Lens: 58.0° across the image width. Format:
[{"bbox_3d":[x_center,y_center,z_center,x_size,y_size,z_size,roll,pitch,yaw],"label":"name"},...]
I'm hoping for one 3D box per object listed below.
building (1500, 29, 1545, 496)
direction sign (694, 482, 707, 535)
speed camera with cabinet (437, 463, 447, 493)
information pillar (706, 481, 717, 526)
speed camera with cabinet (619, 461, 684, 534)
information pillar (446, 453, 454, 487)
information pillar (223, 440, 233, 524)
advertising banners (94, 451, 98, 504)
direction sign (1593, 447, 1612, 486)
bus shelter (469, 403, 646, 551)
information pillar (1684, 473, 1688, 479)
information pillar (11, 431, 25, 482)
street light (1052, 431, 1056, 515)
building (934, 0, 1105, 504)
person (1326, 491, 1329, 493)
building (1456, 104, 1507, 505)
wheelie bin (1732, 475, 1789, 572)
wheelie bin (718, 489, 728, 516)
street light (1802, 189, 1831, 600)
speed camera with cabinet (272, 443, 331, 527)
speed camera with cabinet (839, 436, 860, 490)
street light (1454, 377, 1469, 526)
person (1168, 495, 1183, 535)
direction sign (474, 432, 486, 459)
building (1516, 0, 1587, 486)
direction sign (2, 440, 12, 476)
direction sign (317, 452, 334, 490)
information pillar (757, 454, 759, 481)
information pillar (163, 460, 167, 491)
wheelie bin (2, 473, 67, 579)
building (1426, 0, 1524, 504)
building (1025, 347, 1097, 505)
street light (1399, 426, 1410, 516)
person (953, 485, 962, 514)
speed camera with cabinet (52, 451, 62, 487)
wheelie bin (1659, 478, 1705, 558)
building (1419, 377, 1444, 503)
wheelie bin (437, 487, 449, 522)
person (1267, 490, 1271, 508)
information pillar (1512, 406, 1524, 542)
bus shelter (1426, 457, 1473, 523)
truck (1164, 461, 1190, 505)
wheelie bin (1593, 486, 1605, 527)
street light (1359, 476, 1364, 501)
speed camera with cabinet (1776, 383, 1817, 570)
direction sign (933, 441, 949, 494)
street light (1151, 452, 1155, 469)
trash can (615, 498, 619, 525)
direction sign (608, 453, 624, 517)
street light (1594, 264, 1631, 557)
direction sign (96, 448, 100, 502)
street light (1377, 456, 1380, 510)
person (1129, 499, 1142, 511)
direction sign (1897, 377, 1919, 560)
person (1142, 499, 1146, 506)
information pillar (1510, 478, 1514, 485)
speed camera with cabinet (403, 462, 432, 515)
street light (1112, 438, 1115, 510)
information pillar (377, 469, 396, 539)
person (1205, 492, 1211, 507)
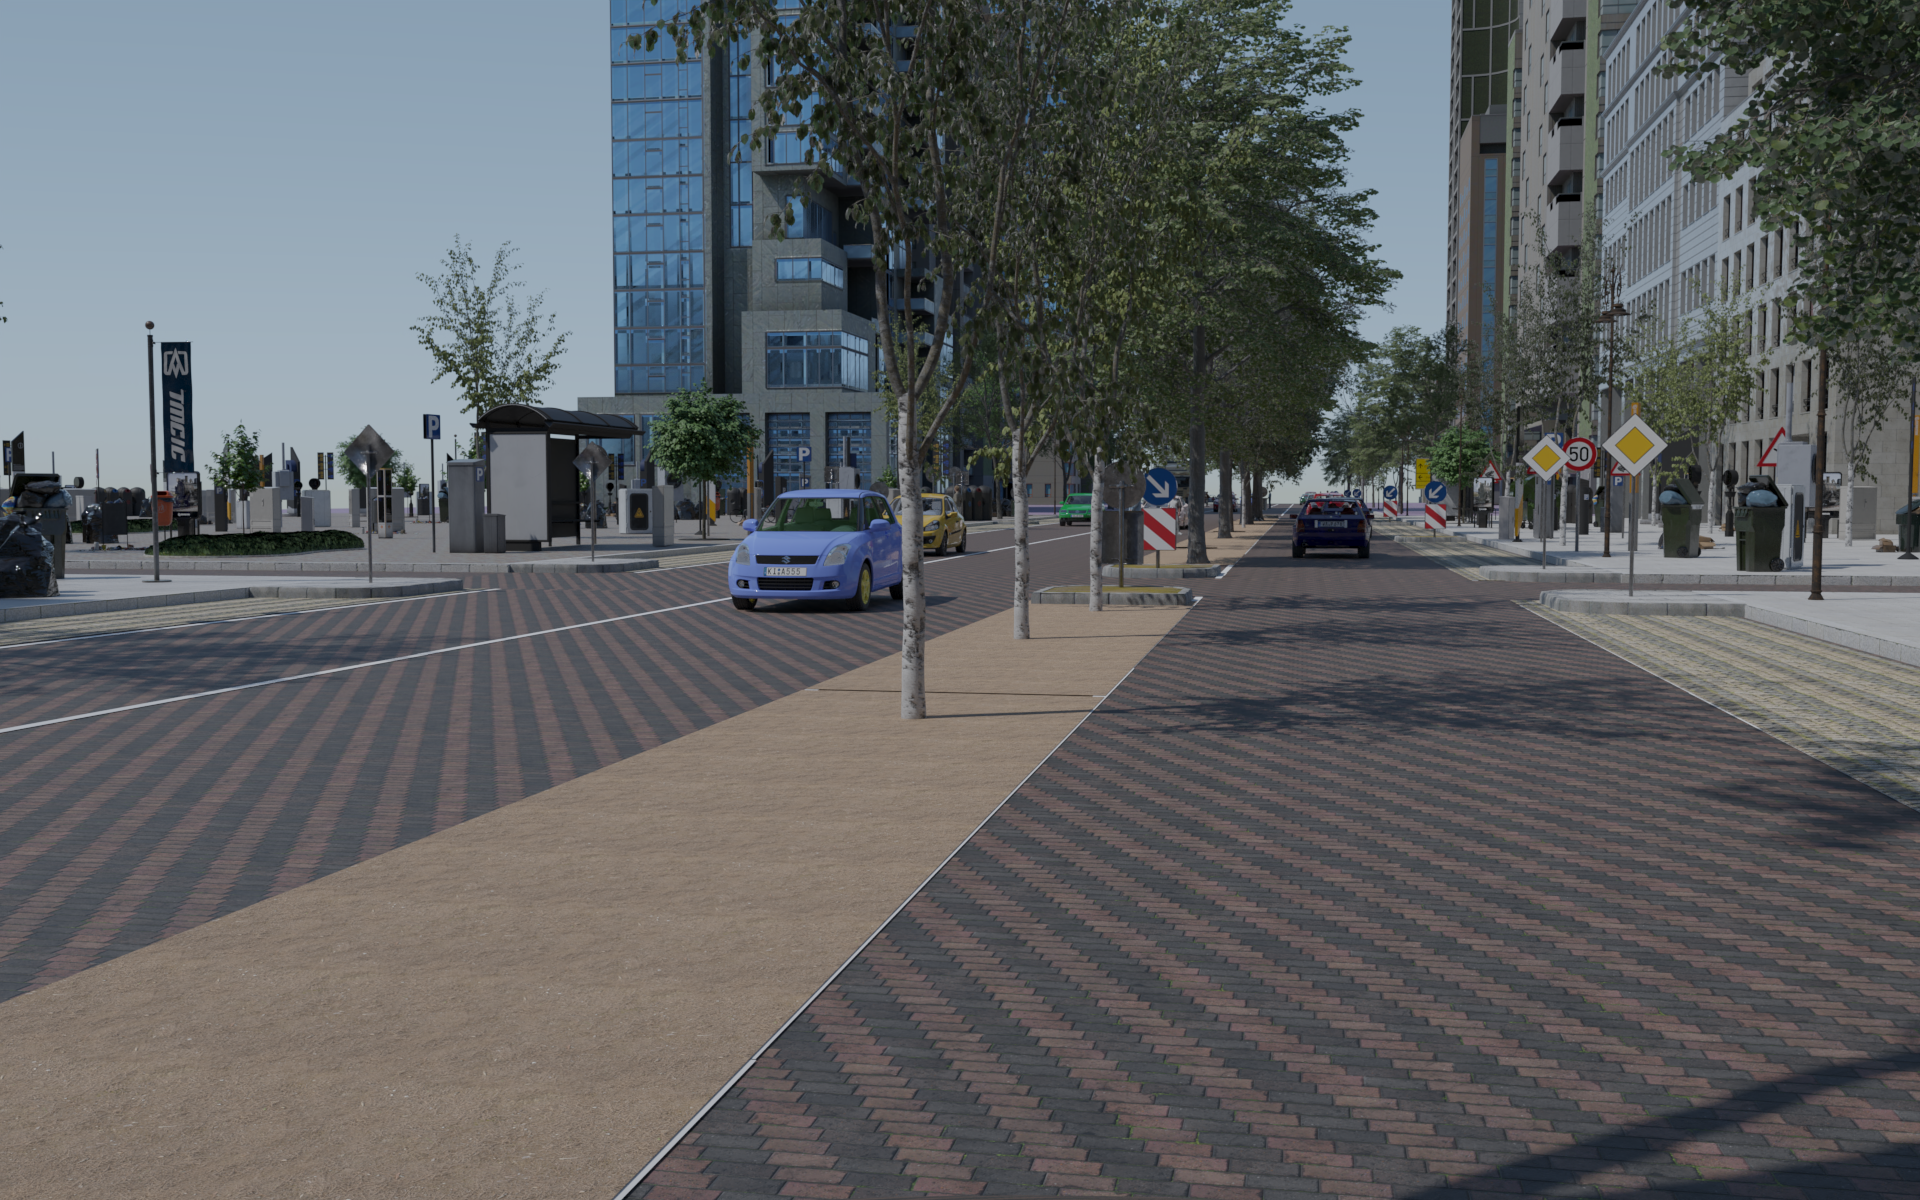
[{"bbox_3d":[55.823,-28.838,155.096,14.154,41.232,14.086,1,4,11],"label":"building"},{"bbox_3d":[-8.183,-3.822,54.494,0.379,3.537,0.876,-2,4,-29],"label":"direction sign"},{"bbox_3d":[-33.881,-7.162,111.438,2.038,3.252,0.660,-3,4,-36],"label":"speed camera with cabinet"},{"bbox_3d":[-10.077,-4.798,69.806,0.504,3.616,0.183,1,4,11],"label":"information pillar"},{"bbox_3d":[-9.956,-3.763,55.856,2.038,3.252,0.660,-2,4,-35],"label":"speed camera with cabinet"},{"bbox_3d":[-28.897,-6.540,98.278,0.183,3.616,0.504,3,5,39],"label":"information pillar"},{"bbox_3d":[-31.720,-5.114,74.975,0.504,3.616,0.183,3,5,43],"label":"information pillar"},{"bbox_3d":[-34.270,-4.435,68.698,0.090,3.025,2.074,-2,4,-29],"label":"advertising banners"},{"bbox_3d":[31.015,-5.606,83.655,0.876,3.537,0.379,0,4,-6],"label":"direction sign"},{"bbox_3d":[-9.451,-2.898,41.305,2.014,3.302,5.546,1,4,11],"label":"bus shelter"},{"bbox_3d":[25.735,-3.461,61.077,0.304,2.012,0.304,0,4,-4],"label":"information pillar"},{"bbox_3d":[-34.677,-4.433,63.832,0.183,3.616,0.504,2,4,29],"label":"information pillar"},{"bbox_3d":[5.953,-8.299,108.477,0.468,5.910,1.993,1,4,11],"label":"street light"},{"bbox_3d":[10.851,-57.070,245.766,22.319,86.520,31.000,1,4,11],"label":"building"},{"bbox_3d":[40.886,-11.257,192.517,0.705,1.831,1.348,-1,4,-9],"label":"person"},{"bbox_3d":[64.998,-33.586,199.239,14.600,45.320,14.200,1,4,11],"label":"building"},{"bbox_3d":[13.221,-1.268,28.645,0.693,1.594,0.980,0,4,-3],"label":"wheelie bin"},{"bbox_3d":[-14.288,-5.815,102.988,0.980,1.594,0.693,0,4,-2],"label":"wheelie bin"},{"bbox_3d":[10.378,-2.938,20.818,0.468,5.910,1.993,1,4,11],"label":"street light"},{"bbox_3d":[-25.492,-4.447,67.049,2.038,3.252,0.660,-2,4,-34],"label":"speed camera with cabinet"},{"bbox_3d":[-3.933,-3.930,58.598,0.660,3.252,2.038,1,4,15],"label":"speed camera with cabinet"},{"bbox_3d":[19.842,-5.864,68.662,0.468,5.910,1.993,1,4,11],"label":"street light"},{"bbox_3d":[7.589,-3.051,60.981,0.503,1.515,0.523,-1,4,-13],"label":"person"},{"bbox_3d":[-17.468,-4.352,63.154,0.379,3.537,0.876,-3,5,-43],"label":"direction sign"},{"bbox_3d":[58.544,-33.258,133.013,28.713,52.752,27.495,1,4,11],"label":"building"},{"bbox_3d":[-39.923,-4.957,73.050,0.379,3.537,0.876,2,4,25],"label":"direction sign"},{"bbox_3d":[-34.347,-6.229,93.834,0.876,3.537,0.379,0,4,2],"label":"direction sign"},{"bbox_3d":[-11.915,-6.773,102.085,0.183,3.616,0.504,-1,4,-9],"label":"information pillar"},{"bbox_3d":[-54.418,-7.792,118.757,0.504,3.616,0.183,1,4,16],"label":"information pillar"},{"bbox_3d":[-13.894,-1.118,26.181,0.693,1.594,0.980,3,5,39],"label":"wheelie bin"},{"bbox_3d":[69.744,-47.528,215.336,20.563,71.187,20.611,1,4,11],"label":"building"},{"bbox_3d":[2.255,-22.859,218.777,27.650,21.520,28.899,1,4,11],"label":"building"},{"bbox_3d":[27.857,-8.338,109.112,0.468,5.910,1.993,1,4,11],"label":"street light"},{"bbox_3d":[-0.143,-3.463,65.665,0.362,1.759,0.519,2,4,31],"label":"person"},{"bbox_3d":[-42.579,-5.232,79.877,2.038,3.252,0.660,-1,4,-21],"label":"speed camera with cabinet"},{"bbox_3d":[14.498,-1.649,34.861,0.980,1.594,0.693,-3,5,-44],"label":"wheelie bin"},{"bbox_3d":[78.998,-24.170,240.211,27.650,21.520,28.899,1,4,11],"label":"building"},{"bbox_3d":[-23.544,-4.370,79.354,0.693,1.594,0.980,0,4,1],"label":"wheelie bin"},{"bbox_3d":[30.855,-10.036,172.666,0.705,1.814,1.350,1,4,21],"label":"person"},{"bbox_3d":[14.933,-3.356,46.224,0.183,3.616,0.504,2,4,32],"label":"information pillar"},{"bbox_3d":[22.582,-5.239,79.573,2.014,3.302,5.546,1,4,11],"label":"bus shelter"},{"bbox_3d":[18.879,-9.761,148.506,2.839,4.237,11.283,1,4,10],"label":"truck"},{"bbox_3d":[24.920,-3.603,66.812,0.980,1.594,0.693,-1,4,-16],"label":"wheelie bin"},{"bbox_3d":[44.123,-13.348,191.031,0.468,5.910,1.993,1,4,11],"label":"street light"},{"bbox_3d":[14.473,-2.194,30.207,0.660,3.252,2.038,3,4,38],"label":"speed camera with cabinet"},{"bbox_3d":[-0.811,-5.025,74.149,0.876,3.537,0.379,3,4,37],"label":"direction sign"},{"bbox_3d":[19.562,-12.472,176.712,0.468,5.910,1.993,1,4,11],"label":"street light"},{"bbox_3d":[-13.377,-3.508,69.008,0.748,1.137,0.748,0,3,0],"label":"trash can"},{"bbox_3d":[-19.156,-6.395,96.552,0.876,3.537,0.379,-2,4,-25],"label":"direction sign"},{"bbox_3d":[13.116,-3.802,34.948,0.468,5.910,1.993,1,4,11],"label":"street light"},{"bbox_3d":[-42.857,-5.759,86.160,0.379,3.537,0.876,-2,4,-30],"label":"direction sign"},{"bbox_3d":[34.525,-10.391,142.678,0.468,5.910,1.993,1,4,11],"label":"street light"},{"bbox_3d":[4.997,-2.462,49.024,0.793,1.790,0.793,-1,4,-22],"label":"person"},{"bbox_3d":[18.618,-2.563,33.902,0.379,3.537,0.876,2,4,26],"label":"direction sign"},{"bbox_3d":[8.462,-4.270,78.498,0.728,1.800,0.709,3,5,43],"label":"person"},{"bbox_3d":[25.253,-4.556,78.987,0.304,2.012,0.304,-2,4,-28],"label":"information pillar"},{"bbox_3d":[-33.838,-6.929,107.630,2.038,3.252,0.660,-2,4,-27],"label":"speed camera with cabinet"},{"bbox_3d":[12.579,-10.355,142.096,0.468,5.910,1.993,1,4,11],"label":"street light"},{"bbox_3d":[-16.573,-2.778,49.914,0.304,2.012,0.304,2,4,26],"label":"information pillar"},{"bbox_3d":[28.167,-11.466,196.785,0.721,1.723,1.217,-2,4,-27],"label":"person"}]
